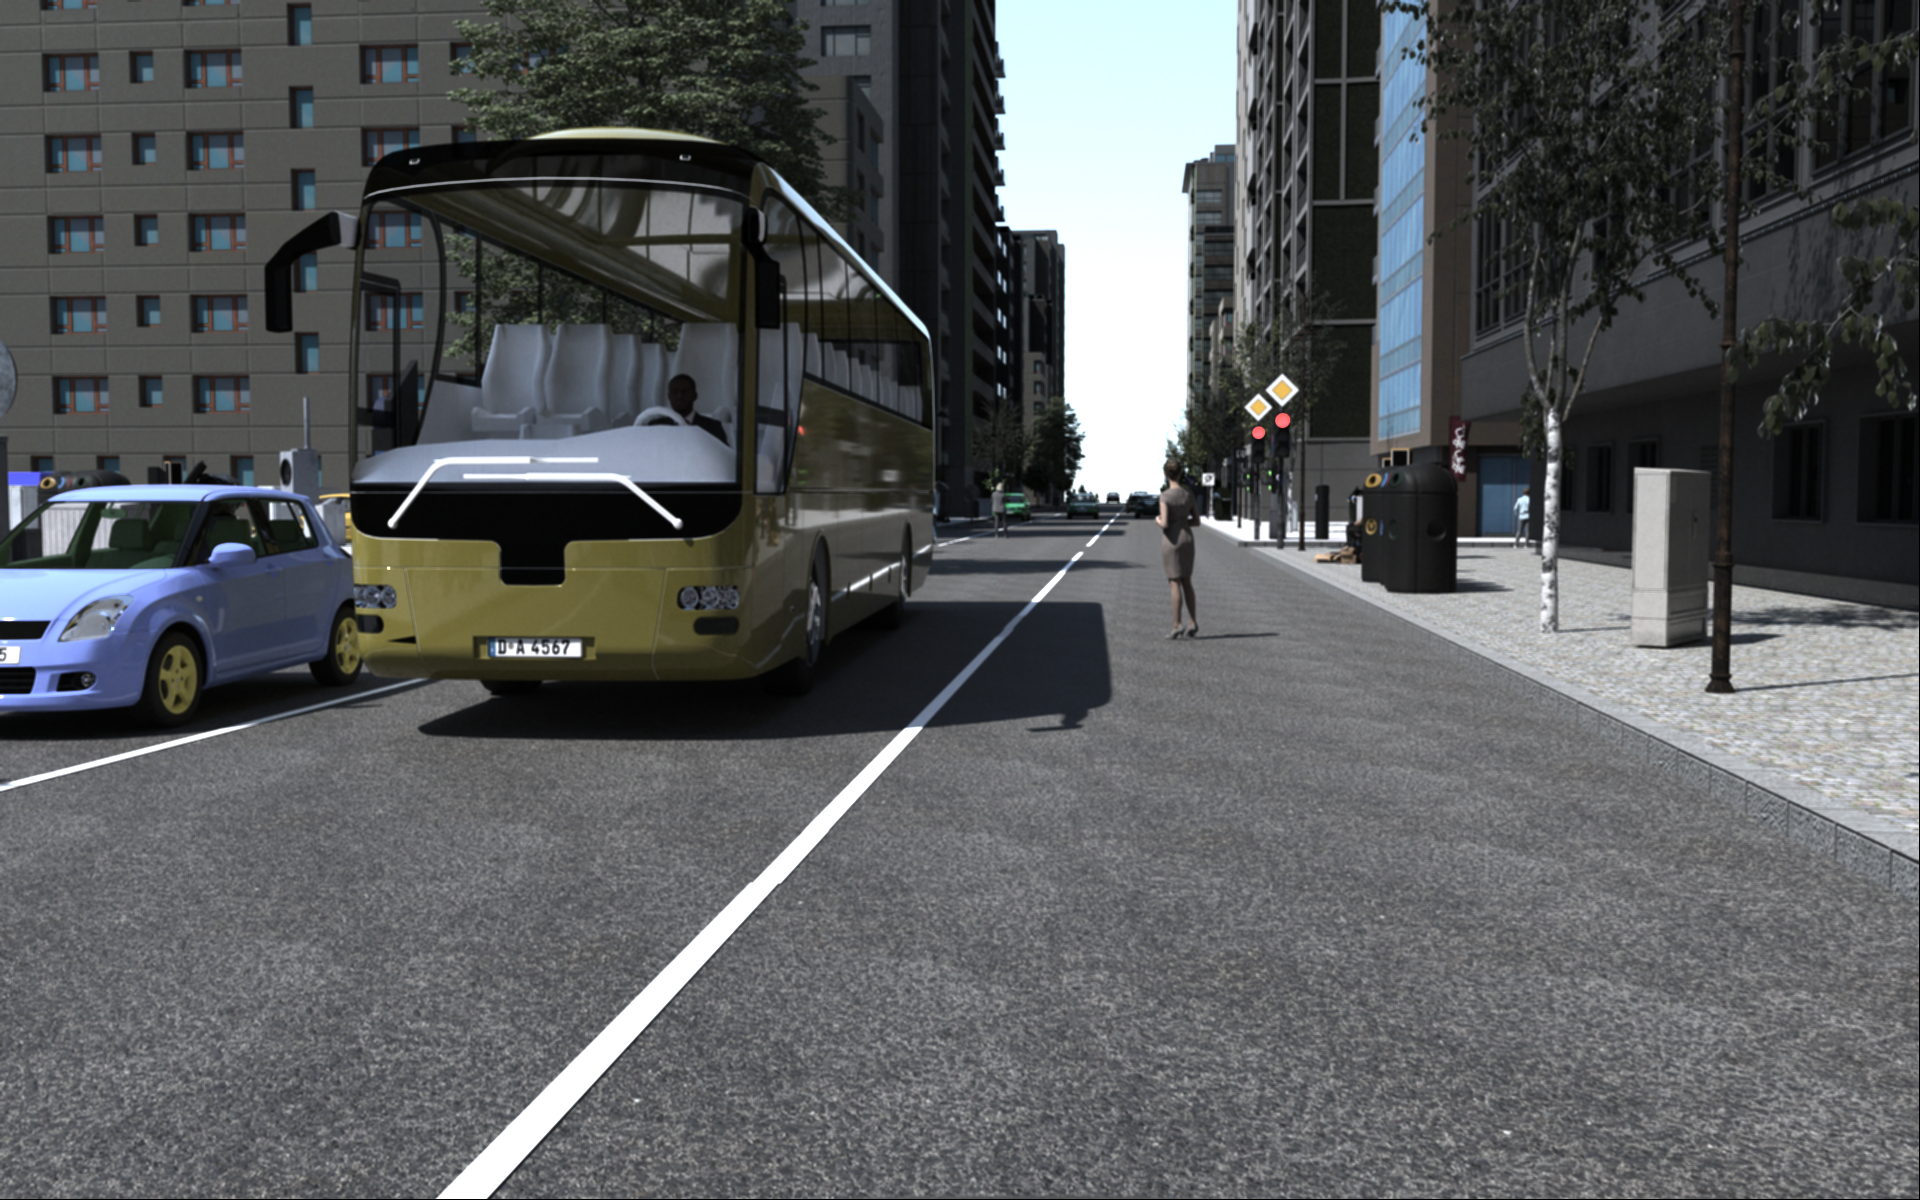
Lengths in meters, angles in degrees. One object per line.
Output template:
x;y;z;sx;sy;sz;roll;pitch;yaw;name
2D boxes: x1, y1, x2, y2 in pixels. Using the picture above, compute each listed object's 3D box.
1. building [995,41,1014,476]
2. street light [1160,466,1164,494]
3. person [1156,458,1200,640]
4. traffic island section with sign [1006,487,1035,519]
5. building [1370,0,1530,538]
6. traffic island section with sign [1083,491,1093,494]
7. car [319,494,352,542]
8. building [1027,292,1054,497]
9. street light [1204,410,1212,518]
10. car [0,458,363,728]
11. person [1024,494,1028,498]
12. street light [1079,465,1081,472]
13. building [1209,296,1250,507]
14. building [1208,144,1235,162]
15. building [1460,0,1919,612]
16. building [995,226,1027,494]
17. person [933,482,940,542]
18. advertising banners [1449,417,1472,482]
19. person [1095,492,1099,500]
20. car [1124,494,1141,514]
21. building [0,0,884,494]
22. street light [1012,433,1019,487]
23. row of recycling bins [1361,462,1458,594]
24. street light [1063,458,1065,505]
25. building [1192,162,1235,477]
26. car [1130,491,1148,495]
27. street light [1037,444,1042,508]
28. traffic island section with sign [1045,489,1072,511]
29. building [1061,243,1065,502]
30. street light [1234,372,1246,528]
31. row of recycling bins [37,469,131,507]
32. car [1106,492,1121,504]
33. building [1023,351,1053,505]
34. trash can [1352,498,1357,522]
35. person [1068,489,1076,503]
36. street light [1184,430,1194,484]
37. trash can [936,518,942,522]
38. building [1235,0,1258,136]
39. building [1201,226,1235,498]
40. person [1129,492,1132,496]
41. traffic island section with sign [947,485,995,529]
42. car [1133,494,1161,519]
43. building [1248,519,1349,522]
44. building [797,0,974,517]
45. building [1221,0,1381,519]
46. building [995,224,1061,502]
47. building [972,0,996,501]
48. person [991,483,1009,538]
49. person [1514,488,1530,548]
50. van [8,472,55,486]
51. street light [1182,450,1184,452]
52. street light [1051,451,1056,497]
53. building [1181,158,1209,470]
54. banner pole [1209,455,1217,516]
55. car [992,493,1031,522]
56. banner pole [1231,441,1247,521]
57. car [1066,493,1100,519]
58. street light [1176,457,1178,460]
-7.345;-33.256;163.338;23.786;49.044;30.456;0;4;6;building
32.508;-18.848;280.955;0.468;5.910;1.993;0;4;6;street light
2.136;-0.505;17.090;0.599;1.781;0.374;-2;4;-35;person
3.264;-5.530;99.043;1.989;1.847;2.006;0;4;6;traffic island section with sign
21.469;-24.786;55.355;14.200;45.320;14.600;0;4;6;building
19.528;-15.230;257.642;1.989;1.847;2.006;0;4;6;traffic island section with sign
-16.782;-2.199;46.184;3.980;1.641;2.015;0;4;4;car
6.025;-29.085;247.243;14.160;30.474;14.107;0;4;6;building
13.408;-7.398;93.742;0.468;5.910;1.993;0;4;6;street light
-5.518;-0.134;11.775;1.945;1.707;3.694;0;4;5;car
7.399;-11.991;204.186;1.348;1.869;0.705;-1;4;-19;person
18.426;-17.900;265.449;0.468;5.910;1.993;0;4;6;street light
38.222;-19.549;164.672;27.650;21.520;28.899;0;4;6;building
43.700;-37.768;237.110;23.786;49.044;30.456;0;4;6;building
16.424;-14.094;23.939;14.314;27.812;24.014;0;4;6;building
-0.618;-25.313;185.574;14.160;30.474;14.107;0;4;6;building
-0.775;-2.606;51.369;0.793;1.790;0.793;-1;4;-12;person
10.448;-2.610;38.861;2.074;3.025;0.090;0;4;0;advertising banners
21.289;-15.888;268.794;0.617;1.759;0.750;-1;4;-12;person
13.137;-7.228;127.963;2.009;1.686;4.222;0;4;6;car
-18.770;-13.619;67.717;27.650;21.520;28.899;0;4;6;building
3.990;-9.366;125.916;0.468;5.910;1.993;0;4;6;street light
6.219;-1.029;23.932;1.069;1.692;3.534;0;4;7;row of recycling bins
12.527;-14.448;209.006;0.468;5.910;1.993;0;4;6;street light
36.041;-32.522;215.323;14.154;41.232;14.086;0;4;6;building
19.996;-11.198;191.752;2.281;1.827;5.304;0;4;5;car
7.048;-11.140;154.931;0.468;5.910;1.993;0;4;6;street light
8.334;-8.557;148.536;1.989;1.847;2.006;0;4;6;traffic island section with sign
9.392;-36.201;275.472;14.154;41.232;14.086;0;4;6;building
10.572;-5.661;65.348;0.468;5.910;1.993;0;4;6;street light
-15.199;-1.409;30.152;1.069;1.692;3.534;-3;5;-39;row of recycling bins
23.385;-15.649;264.528;2.281;1.827;5.304;0;4;5;car
-2.339;-23.336;226.575;27.650;21.520;28.899;0;4;6;building
13.147;-2.737;56.406;0.748;1.137;0.748;0;3;0;trash can
7.436;-6.387;113.276;0.623;1.781;0.721;-1;4;-23;person
16.263;-9.141;122.246;0.468;5.910;1.993;0;4;6;street light
-0.986;-4.241;80.999;0.748;1.137;0.748;0;3;0;trash can
35.784;-33.421;135.677;28.713;52.752;27.495;0;4;6;building
33.183;-25.440;187.652;14.160;30.474;14.107;0;4;6;building
24.838;-14.818;251.438;0.551;1.740;0.621;-1;4;-22;person
0.527;-3.890;72.227;1.989;1.847;2.006;0;4;6;traffic island section with sign
11.323;-5.567;102.810;2.131;1.459;4.920;0;4;7;car
24.300;-39.339;81.442;20.563;71.187;20.611;0;4;6;building
-6.883;-25.192;95.492;14.154;41.232;14.086;0;4;6;building
27.785;-41.095;110.152;20.563;71.187;20.611;0;4;6;building
7.399;-35.320;261.072;14.154;41.232;14.086;0;4;6;building
-8.679;-31.368;136.566;21.300;48.544;21.600;0;4;6;building
1.283;-2.904;56.162;0.537;1.800;0.526;2;4;26;person
14.722;-2.127;45.084;0.589;1.601;0.330;3;4;38;person
-27.549;-2.705;48.605;5.245;2.365;2.240;0;4;7;van
18.343;-10.312;141.386;0.468;5.910;1.993;0;4;6;street light
9.925;-12.855;182.970;0.468;5.910;1.993;0;4;6;street light
48.557;-41.367;265.595;28.713;52.752;27.495;0;4;6;building
14.866;-6.824;101.590;0.401;3.779;0.863;2;4;34;banner pole
2.734;-5.054;91.430;1.959;1.807;4.718;0;4;7;car
13.082;-5.610;81.735;0.863;3.779;0.401;0;4;2;banner pole
7.052;-5.534;99.275;1.959;1.807;4.718;0;4;5;car
21.155;-12.058;169.931;0.468;5.910;1.993;0;4;6;street light
